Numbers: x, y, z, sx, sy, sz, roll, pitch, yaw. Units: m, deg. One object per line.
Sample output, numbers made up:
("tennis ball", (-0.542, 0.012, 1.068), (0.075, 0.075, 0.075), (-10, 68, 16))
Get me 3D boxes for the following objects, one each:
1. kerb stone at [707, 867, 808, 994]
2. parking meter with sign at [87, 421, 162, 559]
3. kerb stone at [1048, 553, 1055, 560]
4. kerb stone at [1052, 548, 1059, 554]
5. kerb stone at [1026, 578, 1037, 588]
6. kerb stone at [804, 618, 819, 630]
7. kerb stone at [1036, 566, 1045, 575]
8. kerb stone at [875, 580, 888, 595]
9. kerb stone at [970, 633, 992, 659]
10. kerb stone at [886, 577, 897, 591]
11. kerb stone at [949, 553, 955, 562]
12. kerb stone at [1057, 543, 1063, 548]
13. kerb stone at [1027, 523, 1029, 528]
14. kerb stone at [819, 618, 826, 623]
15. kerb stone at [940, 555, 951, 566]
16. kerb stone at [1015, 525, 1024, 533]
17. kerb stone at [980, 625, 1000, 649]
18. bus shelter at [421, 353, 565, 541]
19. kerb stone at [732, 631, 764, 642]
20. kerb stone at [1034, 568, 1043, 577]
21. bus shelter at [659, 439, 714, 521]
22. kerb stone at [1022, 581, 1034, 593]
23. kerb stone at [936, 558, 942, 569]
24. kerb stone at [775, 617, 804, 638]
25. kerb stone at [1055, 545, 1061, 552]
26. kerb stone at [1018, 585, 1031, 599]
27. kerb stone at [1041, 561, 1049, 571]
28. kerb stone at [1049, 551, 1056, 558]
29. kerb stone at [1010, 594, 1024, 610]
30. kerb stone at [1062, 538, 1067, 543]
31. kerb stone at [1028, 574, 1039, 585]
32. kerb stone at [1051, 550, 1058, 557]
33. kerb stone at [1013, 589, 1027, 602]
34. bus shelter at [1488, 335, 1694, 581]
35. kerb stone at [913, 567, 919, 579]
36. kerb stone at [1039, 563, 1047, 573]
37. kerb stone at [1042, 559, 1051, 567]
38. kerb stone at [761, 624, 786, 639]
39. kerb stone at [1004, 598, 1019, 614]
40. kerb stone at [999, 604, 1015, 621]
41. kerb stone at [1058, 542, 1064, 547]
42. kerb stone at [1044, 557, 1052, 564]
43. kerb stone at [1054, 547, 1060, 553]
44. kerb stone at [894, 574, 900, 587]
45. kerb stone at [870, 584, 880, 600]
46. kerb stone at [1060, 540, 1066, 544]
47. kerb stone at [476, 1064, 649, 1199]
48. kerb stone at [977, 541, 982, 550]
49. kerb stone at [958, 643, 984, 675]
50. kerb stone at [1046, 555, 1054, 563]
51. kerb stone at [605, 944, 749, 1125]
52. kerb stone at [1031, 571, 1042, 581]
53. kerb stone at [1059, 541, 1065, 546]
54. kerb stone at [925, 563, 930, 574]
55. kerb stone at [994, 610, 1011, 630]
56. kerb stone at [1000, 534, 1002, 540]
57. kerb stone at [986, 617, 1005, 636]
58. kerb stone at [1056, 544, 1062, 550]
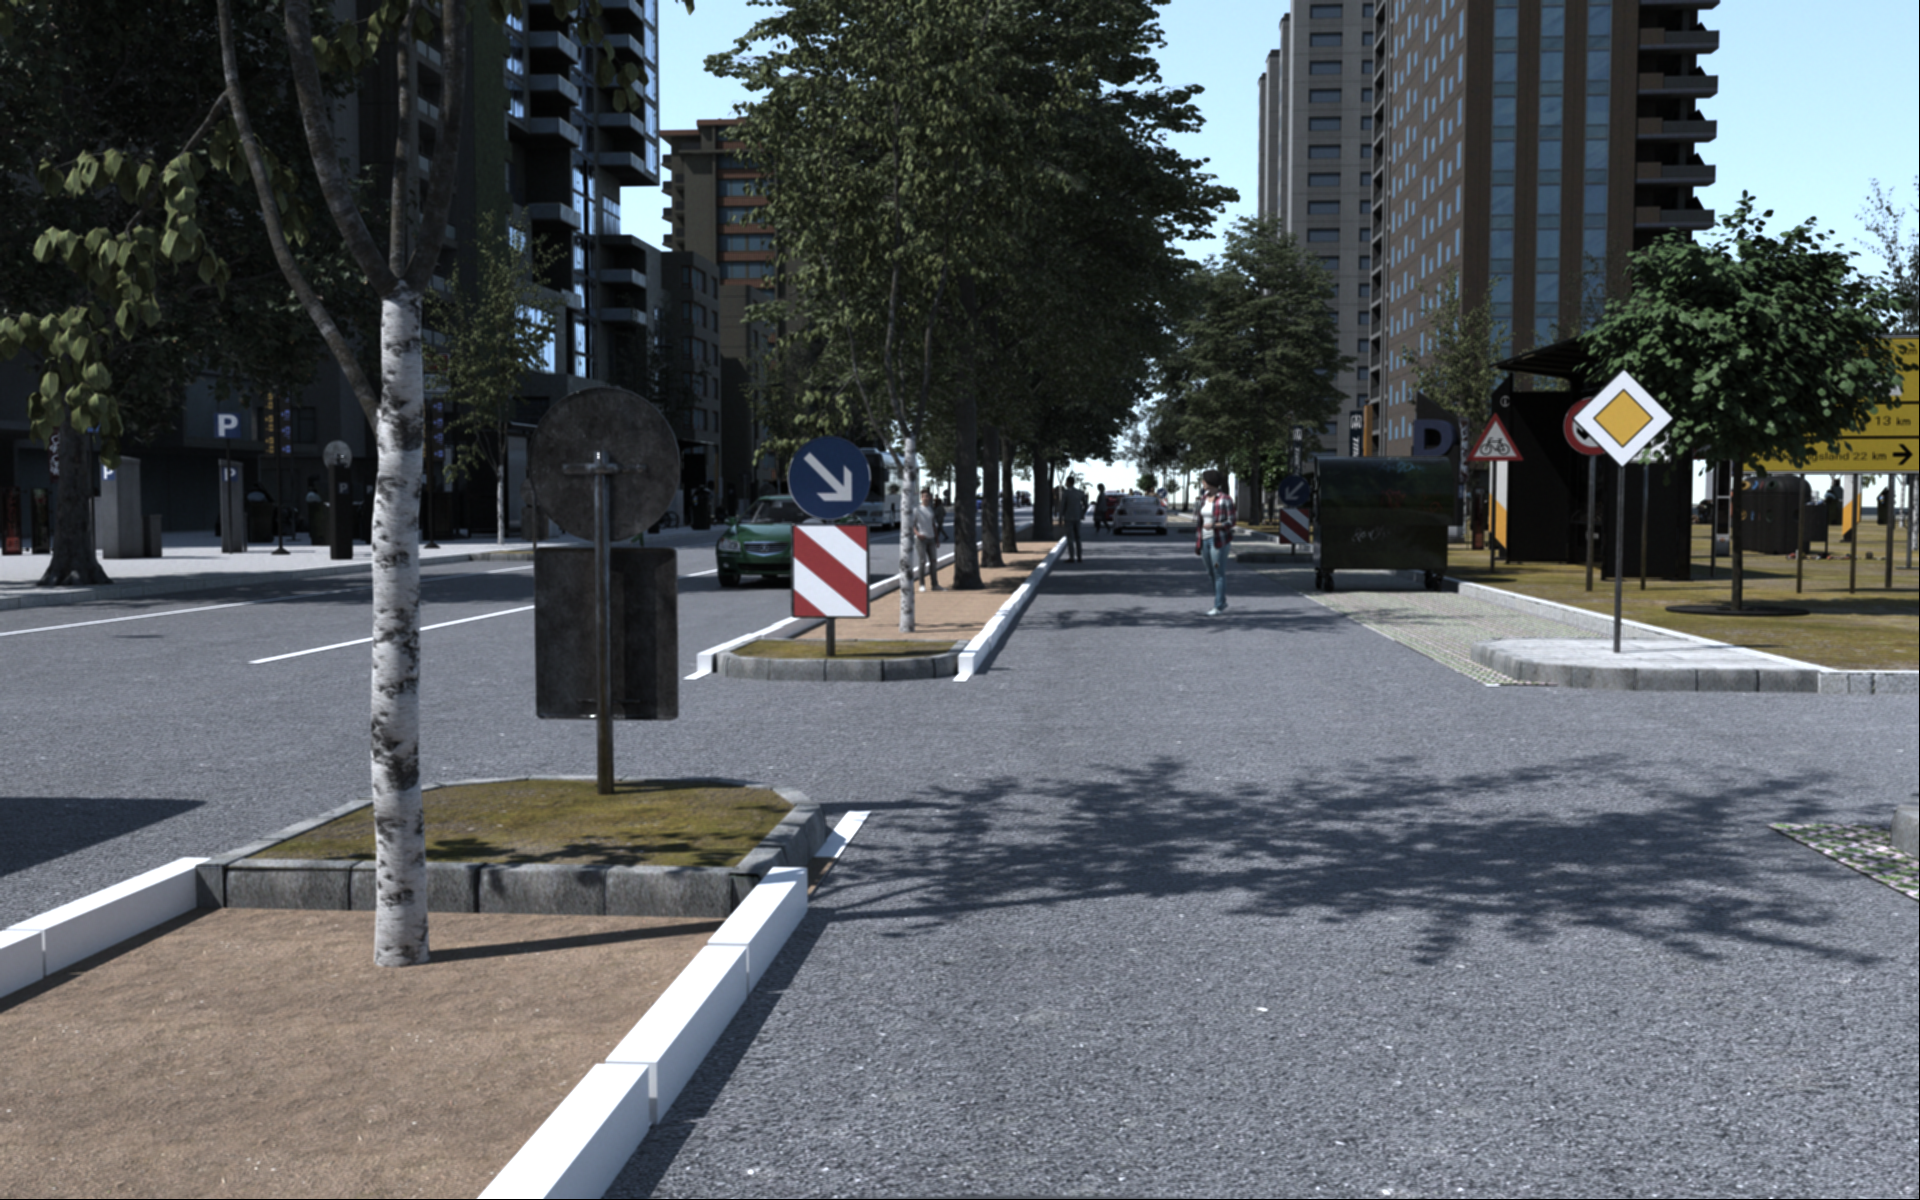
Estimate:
("kerb stone", (-0.624, 1.024, 5.455), (0.120, 0.150, 1.000), (0, 4, 5))
("parking meter with sign", (-16.630, -2.331, 34.375), (0.543, 3.016, 1.738), (1, 4, 14))
("kerb stone", (1.836, -0.823, 35.656), (0.120, 0.150, 1.000), (0, 4, 5))
("kerb stone", (2.075, -1.008, 38.719), (0.120, 0.150, 1.000), (0, 4, 5))
("kerb stone", (1.009, -0.191, 25.449), (0.120, 0.150, 1.000), (0, 4, 5))
("kerb stone", (-1.669, 0.227, 18.489), (0.120, 0.150, 1.000), (0, 4, 5))
("kerb stone", (1.332, -0.446, 29.539), (0.120, 0.150, 1.000), (0, 4, 5))
("kerb stone", (-1.174, -0.148, 24.610), (0.120, 0.150, 1.000), (0, 4, 5))
("kerb stone", (0.166, 0.426, 15.229), (0.120, 0.150, 1.000), (0, 4, 5))
("kerb stone", (-1.086, -0.210, 25.629), (0.120, 0.150, 1.000), (0, 4, 5))
("kerb stone", (-0.258, -0.835, 35.843), (0.120, 0.150, 1.000), (0, 4, 5))
("kerb stone", (2.420, -1.260, 42.792), (0.120, 0.150, 1.000), (0, 4, 5))
("kerb stone", (2.653, -3.020, 71.573), (0.120, 0.150, 1.000), (0, 4, 5))
("kerb stone", (-1.586, 0.164, 19.508), (0.120, 0.150, 1.000), (0, 4, 5))
("kerb stone", (-0.338, -0.772, 34.824), (0.120, 0.150, 1.000), (0, 4, 5))
("kerb stone", (2.309, -2.766, 67.491), (0.120, 0.150, 1.000), (0, 4, 5))
("kerb stone", (0.260, 0.367, 16.247), (0.120, 0.150, 1.000), (0, 4, 5))
("bus shelter", (-13.930, -4.538, 51.824), (2.179, 5.291, 8.768), (0, 4, 5))
("kerb stone", (-1.919, 0.417, 15.404), (0.120, 0.150, 1.000), (0, 4, 5))
("kerb stone", (1.247, -0.387, 28.521), (0.120, 0.150, 1.000), (0, 4, 5))
("bus shelter", (-12.408, -5.226, 76.728), (1.731, 3.624, 6.357), (0, 4, 5))
("kerb stone", (0.926, -0.137, 24.430), (0.120, 0.150, 1.000), (0, 4, 5))
("kerb stone", (-0.500, -0.645, 32.787), (0.120, 0.150, 1.000), (0, 4, 5))
("kerb stone", (-1.748, 0.290, 17.460), (0.120, 0.150, 1.000), (0, 4, 5))
("kerb stone", (2.246, -1.135, 40.755), (0.120, 0.150, 1.000), (0, 4, 5))
("kerb stone", (0.844, -0.073, 23.411), (0.120, 0.150, 1.000), (0, 4, 5))
("kerb stone", (1.506, -0.571, 31.581), (0.120, 0.150, 1.000), (0, 4, 5))
("kerb stone", (1.913, -0.885, 36.677), (0.120, 0.150, 1.000), (0, 4, 5))
("kerb stone", (0.671, 0.057, 21.370), (0.120, 0.150, 1.000), (0, 4, 5))
("kerb stone", (2.824, -1.568, 47.890), (0.120, 0.150, 1.000), (0, 4, 5))
("kerb stone", (1.083, -0.256, 26.472), (0.120, 0.150, 1.000), (0, 4, 5))
("kerb stone", (2.000, -0.948, 37.699), (0.120, 0.150, 1.000), (0, 4, 5))
("kerb stone", (0.749, -0.012, 22.389), (0.120, 0.150, 1.000), (0, 4, 5))
("bus shelter", (10.247, -2.278, 28.527), (1.731, 3.624, 6.357), (0, 4, 4))
("kerb stone", (-0.755, -0.459, 29.723), (0.120, 0.150, 1.000), (0, 4, 5))
("kerb stone", (1.413, -0.506, 30.558), (0.120, 0.150, 1.000), (0, 4, 5))
("kerb stone", (1.592, -0.636, 32.599), (0.120, 0.150, 1.000), (0, 4, 5))
("kerb stone", (-1.823, 0.362, 16.422), (0.120, 0.150, 1.000), (0, 4, 5))
("kerb stone", (0.579, 0.115, 20.340), (0.120, 0.150, 1.000), (0, 4, 5))
("kerb stone", (0.500, 0.176, 19.313), (0.120, 0.150, 1.000), (0, 4, 5))
("kerb stone", (2.493, -1.322, 43.811), (0.120, 0.150, 1.000), (0, 4, 5))
("kerb stone", (1.667, -0.699, 33.618), (0.120, 0.150, 1.000), (0, 4, 5))
("kerb stone", (2.165, -1.073, 39.736), (0.120, 0.150, 1.000), (0, 4, 5))
("kerb stone", (-1.003, -0.267, 26.652), (0.120, 0.150, 1.000), (0, 4, 5))
("kerb stone", (-1.247, -0.085, 23.591), (0.120, 0.150, 1.000), (0, 4, 5))
("kerb stone", (2.658, -1.446, 45.853), (0.120, 0.150, 1.000), (0, 4, 5))
("kerb stone", (-0.800, 1.150, 3.404), (0.120, 0.150, 1.000), (0, 4, 5))
("kerb stone", (0.573, -1.459, 46.058), (0.120, 0.150, 1.000), (0, 4, 5))
("kerb stone", (0.085, 0.488, 14.211), (0.120, 0.150, 1.000), (0, 4, 5))
("kerb stone", (1.753, -0.761, 34.637), (0.120, 0.150, 1.000), (0, 4, 5))
("kerb stone", (-0.706, 1.090, 4.430), (0.120, 0.150, 1.000), (0, 4, 5))
("kerb stone", (1.177, -0.321, 27.490), (0.120, 0.150, 1.000), (0, 4, 5))
("kerb stone", (2.575, -1.380, 44.831), (0.120, 0.150, 1.000), (0, 4, 5))
("kerb stone", (-0.675, -0.523, 30.744), (0.120, 0.150, 1.000), (0, 4, 5))
("kerb stone", (0.423, 0.239, 18.287), (0.120, 0.150, 1.000), (0, 4, 5))
("kerb stone", (1.484, -2.143, 57.282), (0.120, 0.150, 1.000), (0, 4, 5))
("kerb stone", (0.334, 0.302, 17.269), (0.120, 0.150, 1.000), (0, 4, 5))
("kerb stone", (2.331, -1.195, 41.774), (0.120, 0.150, 1.000), (0, 4, 5))
